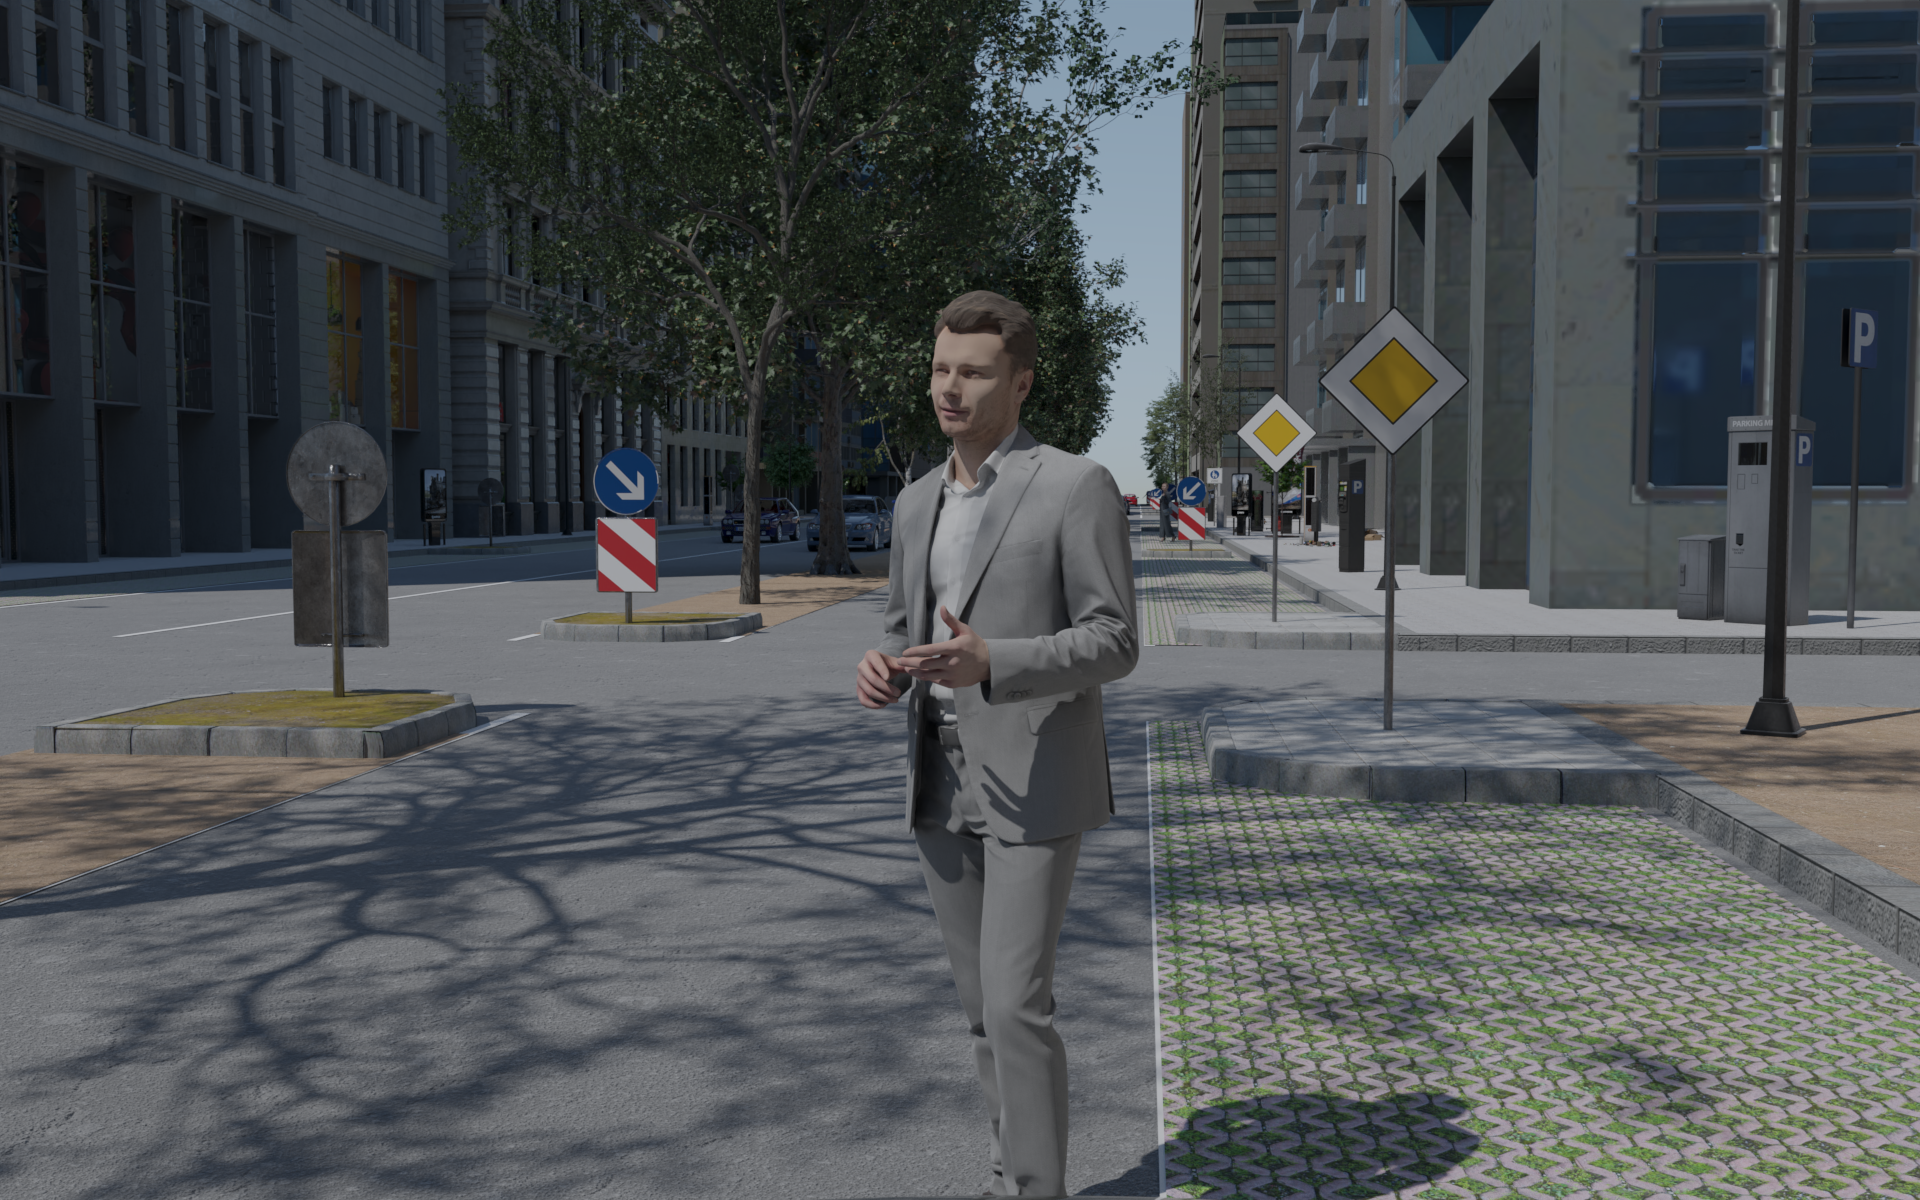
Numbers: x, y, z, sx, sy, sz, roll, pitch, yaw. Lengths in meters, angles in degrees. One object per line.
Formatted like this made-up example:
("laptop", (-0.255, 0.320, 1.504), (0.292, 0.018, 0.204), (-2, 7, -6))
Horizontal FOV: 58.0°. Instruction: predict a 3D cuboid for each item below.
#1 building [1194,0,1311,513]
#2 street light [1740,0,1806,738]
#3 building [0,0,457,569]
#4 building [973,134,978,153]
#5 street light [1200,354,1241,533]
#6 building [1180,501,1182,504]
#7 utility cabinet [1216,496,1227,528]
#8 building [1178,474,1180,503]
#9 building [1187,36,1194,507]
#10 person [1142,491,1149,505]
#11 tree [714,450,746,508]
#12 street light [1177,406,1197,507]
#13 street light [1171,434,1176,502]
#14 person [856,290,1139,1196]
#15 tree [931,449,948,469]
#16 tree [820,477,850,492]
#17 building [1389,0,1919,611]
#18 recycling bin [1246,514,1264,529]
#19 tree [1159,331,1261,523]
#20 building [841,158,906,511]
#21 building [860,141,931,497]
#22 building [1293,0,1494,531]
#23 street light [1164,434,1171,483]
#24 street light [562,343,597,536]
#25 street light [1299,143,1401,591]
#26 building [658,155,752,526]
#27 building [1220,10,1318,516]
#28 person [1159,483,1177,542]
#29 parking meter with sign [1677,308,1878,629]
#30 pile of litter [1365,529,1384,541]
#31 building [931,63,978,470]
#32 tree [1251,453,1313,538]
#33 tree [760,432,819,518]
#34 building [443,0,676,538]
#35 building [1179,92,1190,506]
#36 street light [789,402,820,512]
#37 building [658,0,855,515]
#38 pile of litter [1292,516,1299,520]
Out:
("building", (27.857, -30.657, 124.939), (21.300, 48.544, 21.600), (0, 4, 6))
("street light", (3.819, -2.240, 9.165), (1.470, 5.913, 1.316), (0, 4, 6))
("building", (-21.458, -15.744, 34.905), (11.434, 29.767, 29.804), (0, 4, 6))
("building", (-7.052, -36.833, 221.832), (23.786, 49.044, 30.456), (0, 4, 6))
("street light", (8.745, -5.205, 57.642), (1.470, 5.913, 1.316), (0, 4, 6))
("building", (37.355, -35.647, 206.523), (21.300, 48.544, 21.600), (0, 4, 6))
("utility cabinet", (10.031, -3.380, 66.420), (0.306, 1.237, 1.020), (1, 4, 15))
("building", (41.152, -56.233, 232.084), (22.319, 86.520, 31.000), (0, 4, 6))
("building", (27.894, -29.012, 157.934), (14.154, 41.232, 14.086), (0, 4, 6))
("person", (21.937, -11.868, 202.482), (1.348, 1.831, 0.705), (3, 5, 42))
("tree", (-10.036, -4.976, 75.962), (1.663, 3.219, 1.824), (0, 3, 0))
("street light", (12.348, -7.299, 91.873), (1.470, 5.913, 1.316), (0, 4, 6))
("street light", (12.916, -7.706, 98.542), (1.470, 5.913, 1.316), (0, 4, 6))
("person", (0.005, 0.340, 3.149), (0.606, 1.804, 0.583), (3, 5, 39))
("tree", (-1.185, -13.280, 167.490), (4.360, 8.622, 3.978), (0, 3, 0))
("tree", (-7.269, -6.662, 103.528), (1.663, 3.219, 1.824), (0, 3, 0))
("building", (23.142, -43.640, 26.181), (31.000, 86.520, 22.319), (0, 4, 6))
("recycling bin", (10.869, -3.189, 64.693), (0.722, 1.027, 0.722), (-2, 4, -28))
("tree", (11.302, -7.790, 77.733), (4.360, 8.622, 3.978), (0, 3, 0))
("building", (-20.934, -27.224, 136.991), (32.217, 40.220, 23.993), (0, 4, 6))
("building", (-10.340, -30.900, 155.324), (14.600, 45.320, 14.200), (0, 4, 6))
("building", (25.297, -27.439, 68.243), (23.786, 49.044, 30.456), (0, 4, 6))
("street light", (16.663, -9.841, 133.433), (1.470, 5.913, 1.316), (0, 4, 6))
("street light", (-11.660, -4.953, 53.525), (1.470, 5.913, 1.316), (0, 4, 6))
("street light", (5.182, -3.088, 23.038), (1.470, 5.913, 1.316), (0, 4, 6))
("building", (-16.291, -13.659, 78.083), (10.420, 20.320, 16.860), (0, 4, 6))
("building", (23.034, -20.532, 107.405), (14.160, 30.474, 14.107), (0, 4, 6))
("person", (6.145, -2.610, 51.594), (0.534, 1.772, 0.576), (-3, 4, -36))
("parking meter with sign", (7.993, -1.274, 17.091), (0.543, 3.016, 1.738), (-3, 4, -38))
("pile of litter", (11.286, -2.097, 48.245), (1.176, 0.858, 1.719), (3, 5, 40))
("building", (-13.170, -36.944, 193.276), (28.713, 52.752, 27.495), (0, 4, 6))
("tree", (9.650, -3.457, 51.119), (1.663, 3.219, 1.824), (0, 3, 0))
("tree", (-9.092, -6.630, 92.114), (4.285, 4.588, 4.351), (0, 3, 0))
("building", (-17.556, -14.115, 59.653), (11.050, 23.489, 19.941), (0, 4, 6))
("building", (31.176, -32.943, 188.722), (14.600, 45.320, 14.200), (0, 4, 6))
("street light", (-8.083, -7.047, 87.758), (1.470, 5.913, 1.316), (0, 4, 6))
("building", (-18.883, -27.838, 109.774), (22.147, 44.769, 28.867), (0, 4, 6))
("pile of litter", (16.417, -4.503, 87.585), (1.719, 0.858, 1.176), (1, 4, 16))
